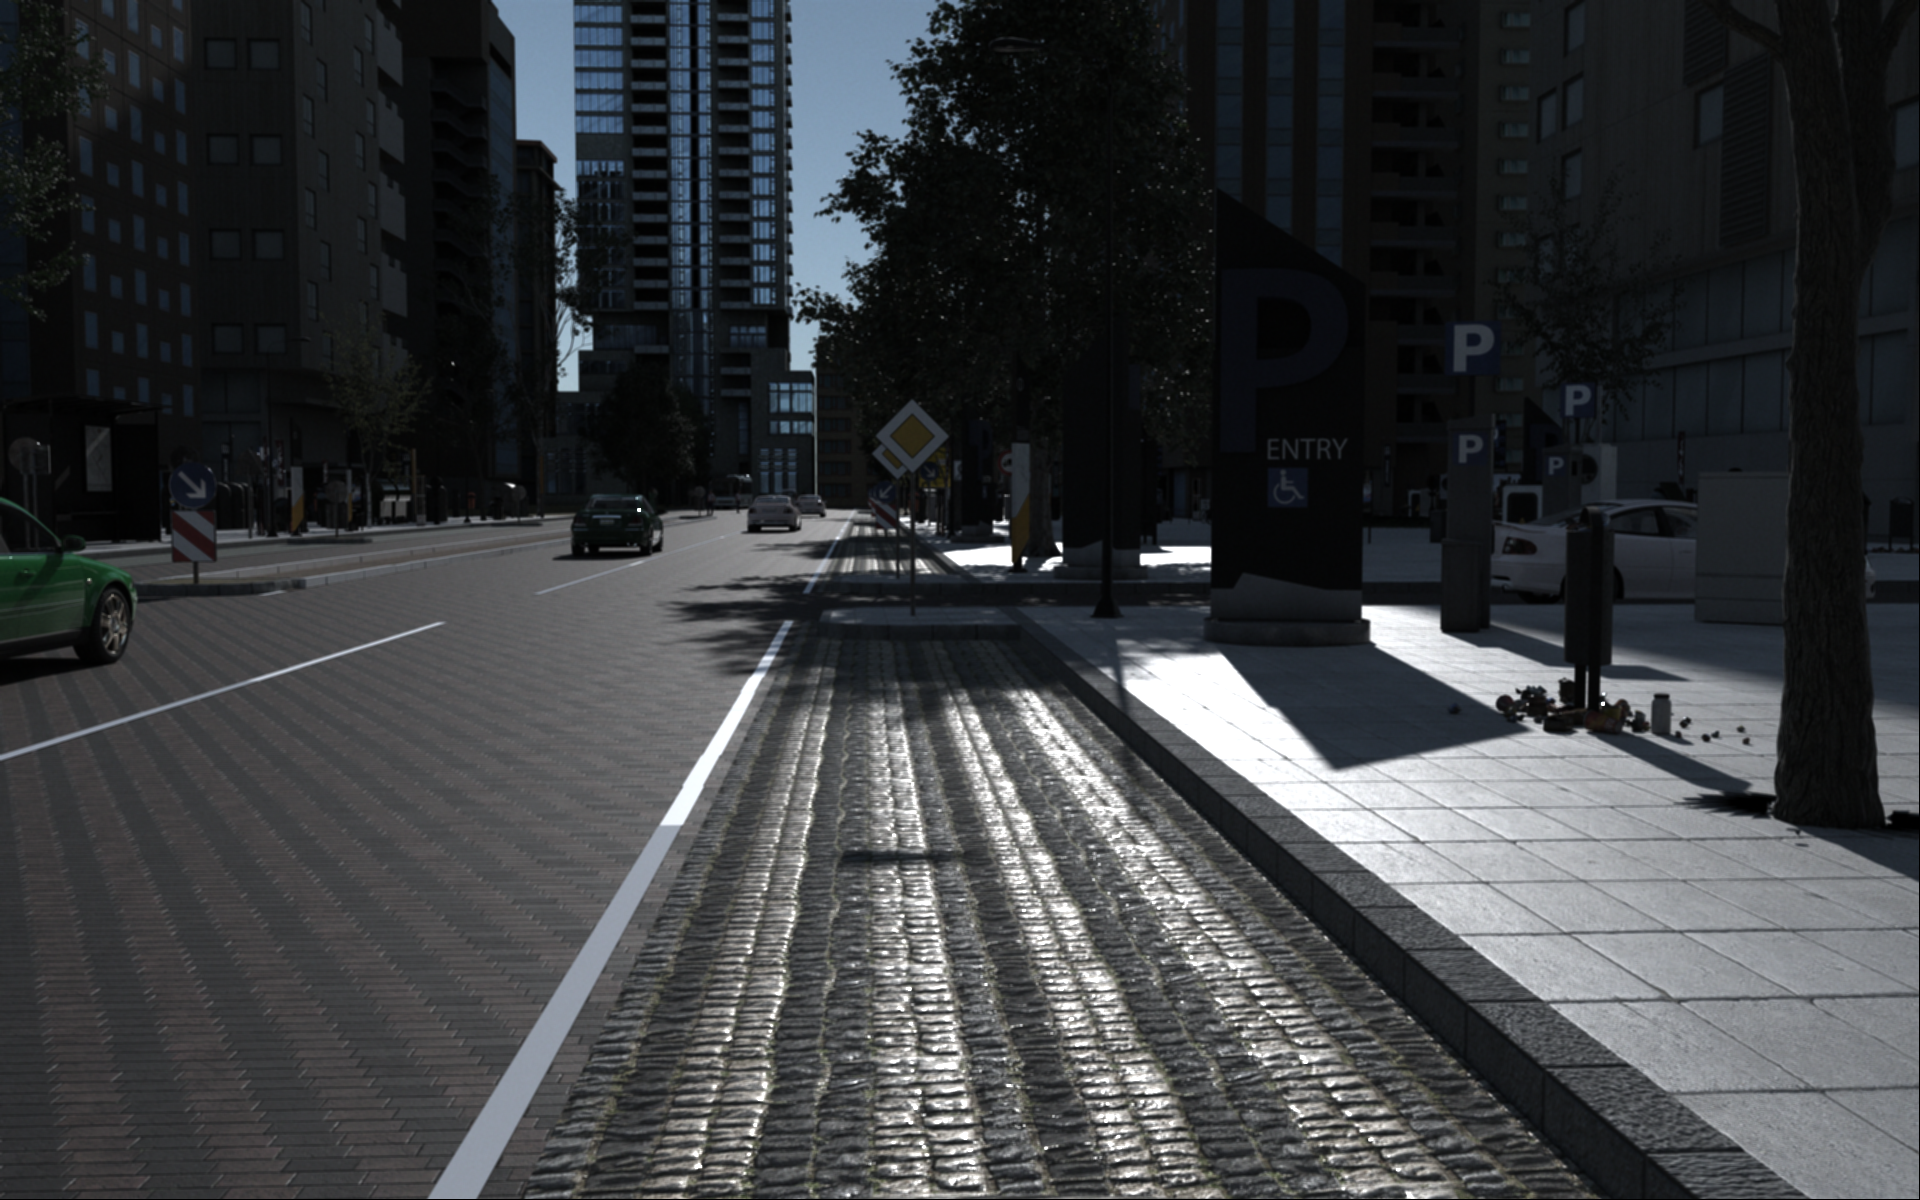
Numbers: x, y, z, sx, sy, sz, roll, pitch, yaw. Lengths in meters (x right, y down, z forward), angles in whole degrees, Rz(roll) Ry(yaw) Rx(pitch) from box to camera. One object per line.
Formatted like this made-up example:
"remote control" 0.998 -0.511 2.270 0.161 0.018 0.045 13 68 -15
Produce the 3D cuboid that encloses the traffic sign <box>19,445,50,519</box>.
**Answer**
"traffic sign" -19.356 -2.087 36.257 0.606 2.300 0.079 0 4 -2

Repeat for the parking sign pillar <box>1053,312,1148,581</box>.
"parking sign pillar" 2.146 -2.313 26.287 1.447 3.967 1.447 -3 5 -39

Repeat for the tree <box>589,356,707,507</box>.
"tree" -26.314 -13.887 144.053 9.611 12.733 9.660 0 3 0

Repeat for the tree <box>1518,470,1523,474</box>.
"tree" 25.686 -5.044 77.075 1.663 3.219 1.824 0 3 0

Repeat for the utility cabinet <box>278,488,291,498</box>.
"utility cabinet" -35.716 -5.060 91.416 1.173 1.500 0.318 -2 4 -32

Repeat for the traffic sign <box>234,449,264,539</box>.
"traffic sign" -20.329 -3.028 49.508 0.884 2.594 0.081 0 4 4

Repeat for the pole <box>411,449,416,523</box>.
"pole" -24.521 -5.133 77.773 0.158 3.312 0.155 0 3 0

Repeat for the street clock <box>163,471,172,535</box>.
"street clock" -24.970 -3.062 54.640 0.358 2.002 0.471 -1 4 -14

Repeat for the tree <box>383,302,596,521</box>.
"tree" -23.238 -9.146 83.941 8.767 10.594 7.601 -2 4 -28

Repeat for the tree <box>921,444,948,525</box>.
"tree" -0.793 -7.361 70.714 4.737 8.622 4.395 0 3 0

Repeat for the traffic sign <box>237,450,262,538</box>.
"traffic sign" -20.663 -3.074 50.373 0.768 2.556 0.104 0 4 5

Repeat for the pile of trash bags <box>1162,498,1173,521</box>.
"pile of trash bags" 8.865 -4.474 82.903 1.912 1.369 3.447 2 4 27

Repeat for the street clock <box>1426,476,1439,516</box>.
"street clock" 18.637 -3.901 68.349 0.471 2.002 0.358 3 5 41

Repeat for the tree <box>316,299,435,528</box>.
"tree" -22.132 -7.009 64.955 4.360 8.622 3.978 0 3 0

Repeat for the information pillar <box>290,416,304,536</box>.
"information pillar" -20.129 -3.743 52.551 0.183 3.616 0.504 1 4 13

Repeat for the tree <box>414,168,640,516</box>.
"tree" -25.320 -15.020 101.460 12.611 20.169 13.585 0 3 0

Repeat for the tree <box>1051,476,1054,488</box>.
"tree" 4.516 -6.270 97.108 1.663 3.219 1.824 0 3 0

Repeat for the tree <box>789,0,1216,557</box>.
"tree" 1.567 -7.232 35.245 9.611 12.733 9.660 0 3 0

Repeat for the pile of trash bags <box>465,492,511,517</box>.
"pile of trash bags" -26.225 -5.390 97.873 3.447 1.369 1.912 -2 4 -27

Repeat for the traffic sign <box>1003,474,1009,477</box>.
"traffic sign" 1.537 -3.172 51.965 0.768 2.556 0.104 0 4 2

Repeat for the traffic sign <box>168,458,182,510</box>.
"traffic sign" -23.793 -3.225 52.828 0.768 2.556 0.104 0 4 6

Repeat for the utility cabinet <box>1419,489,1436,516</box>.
"utility cabinet" 18.926 -3.760 70.152 0.318 1.500 1.173 0 4 -2

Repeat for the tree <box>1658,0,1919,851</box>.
"tree" 3.415 -4.948 6.650 9.928 11.665 9.643 0 3 0

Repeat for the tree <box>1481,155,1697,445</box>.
"tree" 13.796 -5.379 38.312 4.360 8.622 3.978 0 3 0

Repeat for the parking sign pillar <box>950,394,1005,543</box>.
"parking sign pillar" 0.463 -3.504 45.756 1.447 3.967 1.447 1 4 21

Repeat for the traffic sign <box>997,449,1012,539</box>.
"traffic sign" 1.431 -2.999 49.139 0.768 2.556 0.104 0 3 0

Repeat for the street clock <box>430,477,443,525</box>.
"street clock" -21.893 -4.151 72.432 0.471 2.002 0.358 0 4 0

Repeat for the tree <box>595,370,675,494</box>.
"tree" -25.378 -12.045 131.343 8.767 10.594 7.601 0 4 6

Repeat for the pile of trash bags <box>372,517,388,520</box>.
"pile of trash bags" -28.664 -4.607 85.073 3.447 1.369 1.912 0 4 -4

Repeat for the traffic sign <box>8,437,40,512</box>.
"traffic sign" -20.935 -2.368 38.821 0.768 2.556 0.104 0 4 -2

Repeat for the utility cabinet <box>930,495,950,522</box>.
"utility cabinet" -0.910 -4.254 80.716 1.020 1.237 0.306 1 4 11

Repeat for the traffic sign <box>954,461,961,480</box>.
"traffic sign" 0.108 -3.108 52.943 0.606 2.300 0.079 0 4 -2

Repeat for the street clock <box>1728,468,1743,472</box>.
"street clock" 21.479 -2.658 48.025 0.471 2.002 0.358 2 4 30

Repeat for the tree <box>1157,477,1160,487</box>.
"tree" 8.114 -5.161 78.980 1.663 3.219 1.824 0 3 0

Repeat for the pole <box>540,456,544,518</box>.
"pole" -22.438 -6.060 92.916 0.158 3.312 0.155 0 3 0

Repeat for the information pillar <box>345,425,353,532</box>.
"information pillar" -20.728 -4.122 58.746 0.183 3.616 0.504 -2 4 -28

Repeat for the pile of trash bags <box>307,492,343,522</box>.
"pile of trash bags" -29.539 -4.327 80.497 1.912 1.369 3.447 -1 4 -11

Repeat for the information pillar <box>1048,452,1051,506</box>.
"information pillar" 3.497 -4.910 71.635 0.504 3.616 0.183 1 4 18

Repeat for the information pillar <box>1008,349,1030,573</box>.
"information pillar" 0.983 -2.257 28.249 0.183 3.616 0.504 2 4 30

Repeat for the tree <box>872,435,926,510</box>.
"tree" -4.656 -11.529 138.857 4.360 8.622 3.978 0 3 0

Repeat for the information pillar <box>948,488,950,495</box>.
"information pillar" -0.370 -5.518 81.575 0.504 3.616 0.183 1 4 10

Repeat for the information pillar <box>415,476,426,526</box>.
"information pillar" -21.402 -3.930 68.740 0.304 2.012 0.304 0 4 -1

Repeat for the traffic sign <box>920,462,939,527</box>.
"traffic sign" -1.202 -4.156 68.057 0.768 2.556 0.104 0 4 2

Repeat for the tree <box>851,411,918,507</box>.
"tree" -6.376 -16.626 178.490 9.857 13.997 8.962 0 3 0

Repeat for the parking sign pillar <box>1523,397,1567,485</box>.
"parking sign pillar" 16.337 -3.658 48.283 1.447 3.967 1.447 -2 4 -24

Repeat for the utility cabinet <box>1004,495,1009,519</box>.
"utility cabinet" 2.755 -4.676 87.609 1.020 1.237 0.306 -1 4 -11

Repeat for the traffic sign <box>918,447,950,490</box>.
"traffic sign" -0.652 -4.913 74.199 2.265 3.308 0.079 0 4 1

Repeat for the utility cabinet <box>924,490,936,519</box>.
"utility cabinet" -1.666 -4.743 86.221 1.173 1.500 0.318 -3 5 -42

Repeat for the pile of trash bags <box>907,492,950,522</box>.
"pile of trash bags" -0.752 -4.247 79.183 3.447 1.369 1.912 1 4 12

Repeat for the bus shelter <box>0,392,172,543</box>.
"bus shelter" -21.682 -3.172 43.152 1.731 3.624 6.357 0 4 -3

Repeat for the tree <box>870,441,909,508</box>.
"tree" -5.116 -14.058 164.268 7.601 10.594 8.767 1 4 18

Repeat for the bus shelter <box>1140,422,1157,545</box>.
"bus shelter" 4.044 -3.175 45.831 2.014 3.302 5.546 0 4 -3

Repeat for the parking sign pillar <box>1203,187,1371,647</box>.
"parking sign pillar" 2.867 -1.630 15.116 1.447 3.967 1.447 1 4 12

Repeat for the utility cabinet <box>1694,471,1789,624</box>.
"utility cabinet" 7.892 -0.510 17.018 1.173 1.500 0.318 3 5 40

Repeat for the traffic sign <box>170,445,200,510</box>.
"traffic sign" -20.215 -2.757 45.180 0.768 2.556 0.104 0 4 0

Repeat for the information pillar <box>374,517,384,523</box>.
"information pillar" -25.992 -4.464 77.473 0.304 2.012 0.304 1 4 21

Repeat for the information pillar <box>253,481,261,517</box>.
"information pillar" -38.689 -5.556 95.327 0.304 2.012 0.304 1 4 19

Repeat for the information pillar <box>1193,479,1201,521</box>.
"information pillar" 11.264 -4.767 82.436 0.304 2.012 0.304 2 4 27

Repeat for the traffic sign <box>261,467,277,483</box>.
"traffic sign" -26.389 -3.917 66.169 0.606 2.300 0.079 0 4 6
